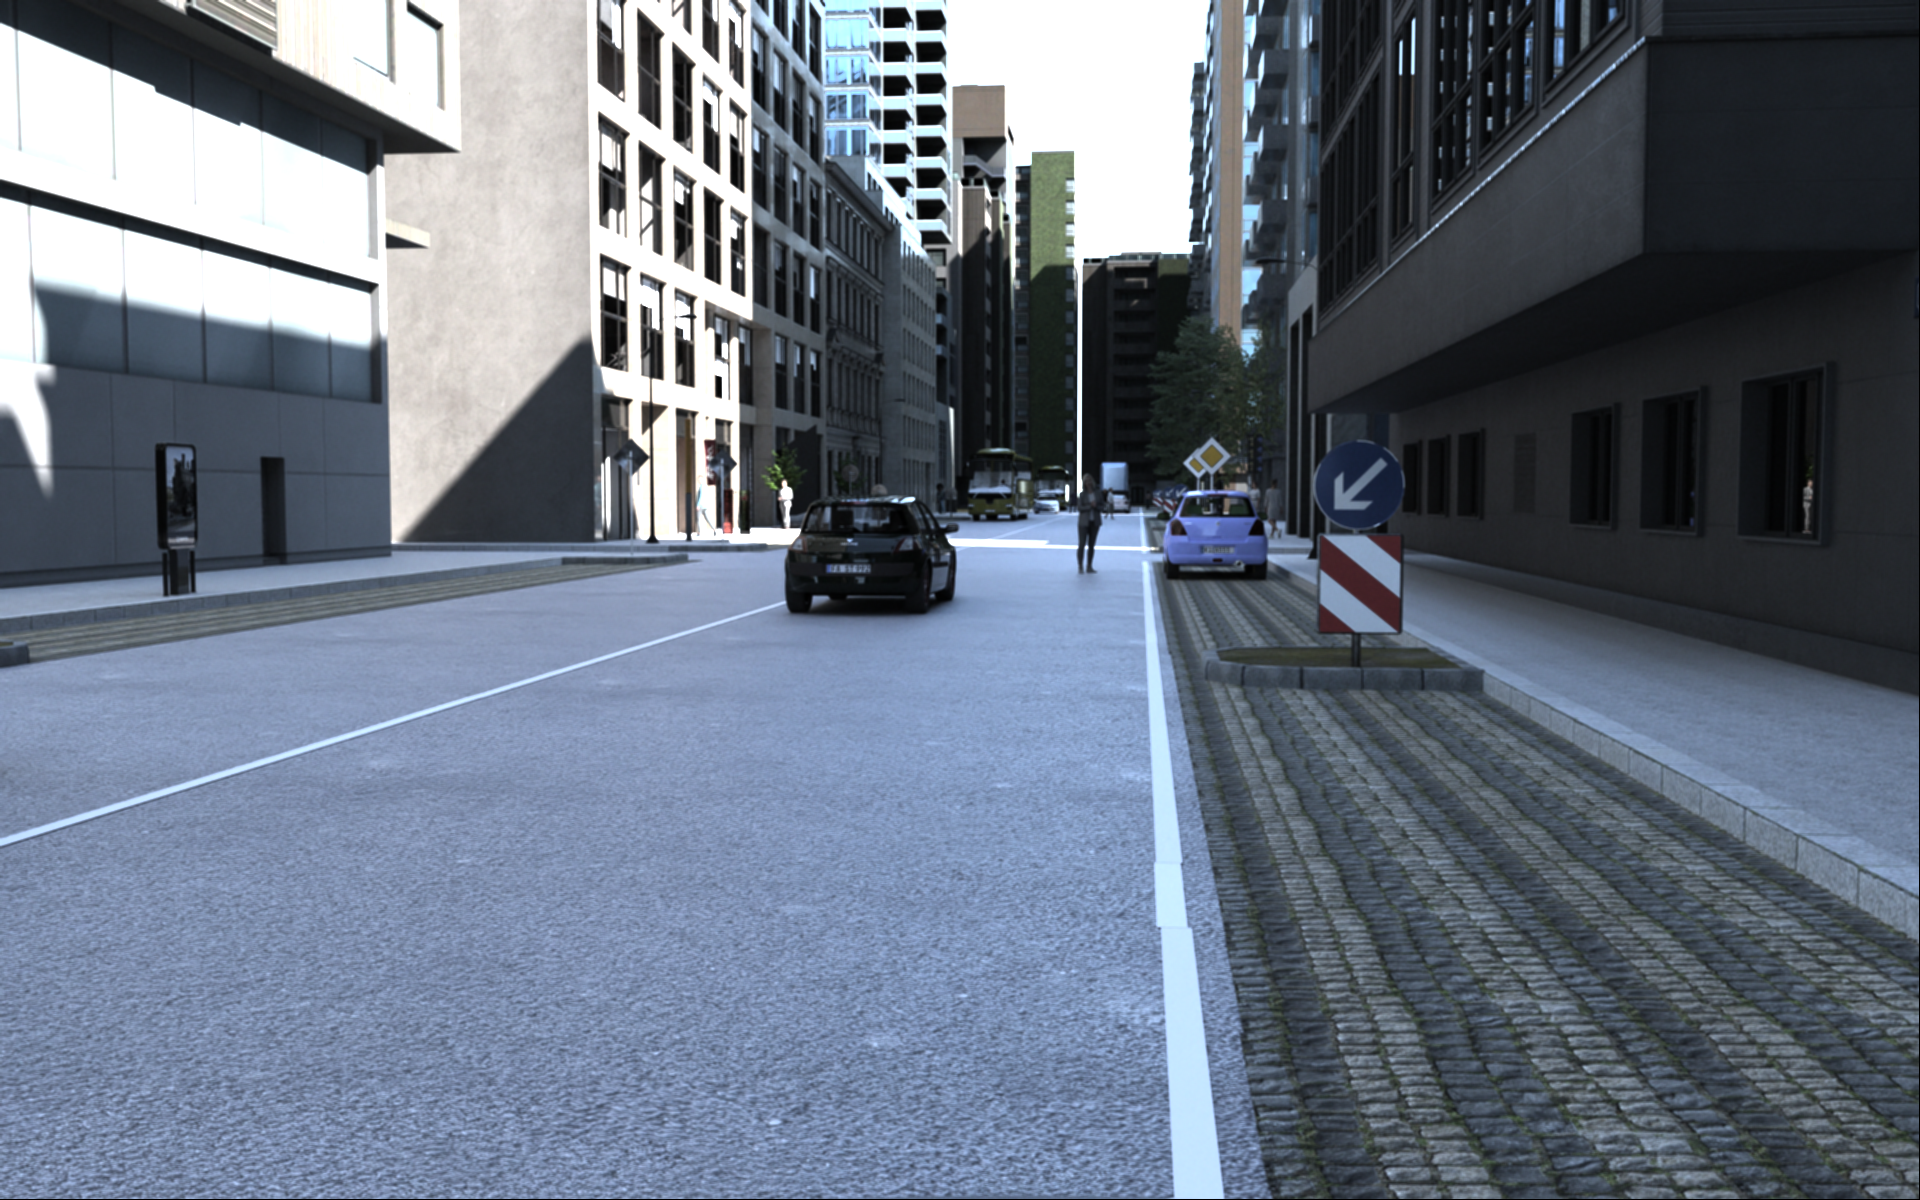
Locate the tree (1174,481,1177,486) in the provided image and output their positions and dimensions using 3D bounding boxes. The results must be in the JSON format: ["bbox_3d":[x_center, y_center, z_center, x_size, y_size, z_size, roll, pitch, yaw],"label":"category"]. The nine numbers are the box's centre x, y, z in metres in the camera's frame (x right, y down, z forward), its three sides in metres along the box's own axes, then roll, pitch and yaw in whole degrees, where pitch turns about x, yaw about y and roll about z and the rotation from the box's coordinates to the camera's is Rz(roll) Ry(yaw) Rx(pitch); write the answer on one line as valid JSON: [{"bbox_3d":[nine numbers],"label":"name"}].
[{"bbox_3d":[17.461,-8.585,134.973,1.663,3.219,1.824,0,3,0],"label":"tree"}]

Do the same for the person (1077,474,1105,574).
[{"bbox_3d":[2.382,-1.389,31.398,0.537,1.800,0.526,0,4,-6],"label":"person"}]

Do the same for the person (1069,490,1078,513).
[{"bbox_3d":[8.523,-7.405,130.018,0.683,1.767,0.568,0,4,3],"label":"person"}]

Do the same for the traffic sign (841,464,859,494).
[{"bbox_3d":[-4.707,-4.526,74.110,0.768,2.556,0.104,0,4,7],"label":"traffic sign"}]

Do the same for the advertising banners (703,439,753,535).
[{"bbox_3d":[-7.369,-3.595,54.959,2.074,3.025,0.090,3,4,36],"label":"advertising banners"}]

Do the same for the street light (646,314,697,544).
[{"bbox_3d":[-7.468,-4.423,44.861,1.470,5.913,1.316,0,4,6],"label":"street light"}]

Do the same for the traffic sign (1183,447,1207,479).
[{"bbox_3d":[5.941,-2.499,43.044,0.795,2.593,0.064,0,4,6],"label":"traffic sign"}]

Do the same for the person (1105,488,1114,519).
[{"bbox_3d":[8.529,-5.502,98.676,0.641,1.798,0.478,3,5,39],"label":"person"}]

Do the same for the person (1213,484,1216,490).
[{"bbox_3d":[13.570,-5.247,91.800,0.622,1.834,0.822,-2,4,-34],"label":"person"}]

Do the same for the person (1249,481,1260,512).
[{"bbox_3d":[10.668,-3.457,63.139,0.480,1.755,0.524,3,5,43],"label":"person"}]

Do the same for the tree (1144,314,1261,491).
[{"bbox_3d":[15.475,-11.726,109.845,7.486,12.596,7.792,0,3,0],"label":"tree"}]

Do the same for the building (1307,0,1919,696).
[{"bbox_3d":[12.484,-13.869,20.273,14.314,27.812,24.014,0,4,6],"label":"building"}]

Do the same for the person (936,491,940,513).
[{"bbox_3d":[-1.400,-6.846,118.163,0.709,1.800,0.728,3,5,39],"label":"person"}]

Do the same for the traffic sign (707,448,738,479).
[{"bbox_3d":[-6.087,-2.576,44.306,0.795,2.593,0.064,0,4,6],"label":"traffic sign"}]

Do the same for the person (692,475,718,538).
[{"bbox_3d":[-7.483,-2.736,50.647,0.748,1.841,0.638,1,4,13],"label":"person"}]

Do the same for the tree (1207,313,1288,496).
[{"bbox_3d":[11.978,-7.397,71.305,4.737,8.622,4.395,0,3,0],"label":"tree"}]

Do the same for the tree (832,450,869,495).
[{"bbox_3d":[-4.824,-4.995,76.277,1.663,3.219,1.824,0,3,0],"label":"tree"}]

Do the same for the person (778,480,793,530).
[{"bbox_3d":[-6.314,-3.413,62.040,0.606,1.804,0.583,1,4,22],"label":"person"}]

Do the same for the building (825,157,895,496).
[{"bbox_3d":[-9.888,-13.712,88.824,10.561,19.102,19.286,0,4,6],"label":"building"}]

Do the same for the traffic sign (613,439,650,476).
[{"bbox_3d":[-6.910,-2.090,36.364,0.795,2.593,0.064,0,4,6],"label":"traffic sign"}]

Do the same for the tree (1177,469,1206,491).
[{"bbox_3d":[16.275,-7.722,120.849,1.663,3.219,1.824,0,3,0],"label":"tree"}]

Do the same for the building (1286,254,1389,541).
[{"bbox_3d":[25.691,-45.073,49.608,31.000,86.520,22.319,0,4,6],"label":"building"}]

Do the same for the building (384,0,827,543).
[{"bbox_3d":[-17.394,-15.783,62.564,19.350,26.468,34.151,0,4,6],"label":"building"}]

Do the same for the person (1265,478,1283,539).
[{"bbox_3d":[8.991,-2.608,49.430,0.466,1.731,0.760,-2,4,-25],"label":"person"}]

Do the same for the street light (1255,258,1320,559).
[{"bbox_3d":[6.498,-3.766,34.123,1.470,5.913,1.316,0,4,6],"label":"street light"}]

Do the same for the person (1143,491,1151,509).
[{"bbox_3d":[18.123,-9.698,167.774,0.721,1.736,1.217,-2,4,-26],"label":"person"}]

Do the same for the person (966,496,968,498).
[{"bbox_3d":[1.004,-8.036,137.950,1.217,1.766,0.721,-2,4,-32],"label":"person"}]

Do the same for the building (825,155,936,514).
[{"bbox_3d":[-7.605,-15.409,106.686,10.420,20.320,16.860,0,4,6],"label":"building"}]

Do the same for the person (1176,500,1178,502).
[{"bbox_3d":[19.632,-9.151,156.605,0.436,1.711,0.756,0,4,7],"label":"person"}]

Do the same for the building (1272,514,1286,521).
[{"bbox_3d":[26.106,-28.644,87.942,23.786,49.044,30.456,0,4,6],"label":"building"}]

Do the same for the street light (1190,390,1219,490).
[{"bbox_3d":[11.035,-6.433,77.720,1.470,5.913,1.316,0,4,6],"label":"street light"}]

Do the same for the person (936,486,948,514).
[{"bbox_3d":[-1.139,-6.297,109.351,0.721,1.781,0.623,0,4,-1],"label":"person"}]

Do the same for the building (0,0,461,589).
[{"bbox_3d":[-25.036,-26.612,24.350,27.495,52.752,28.713,0,4,6],"label":"building"}]

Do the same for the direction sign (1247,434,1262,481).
[{"bbox_3d":[11.135,-4.492,65.441,0.876,3.537,0.379,-3,5,-44],"label":"direction sign"}]

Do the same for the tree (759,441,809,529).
[{"bbox_3d":[-6.449,-4.233,63.812,1.663,3.219,1.824,0,3,0],"label":"tree"}]

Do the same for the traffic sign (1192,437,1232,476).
[{"bbox_3d":[5.118,-2.013,35.101,0.795,2.593,0.064,0,4,6],"label":"traffic sign"}]

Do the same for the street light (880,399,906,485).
[{"bbox_3d":[-3.335,-6.853,84.584,1.470,5.913,1.316,0,4,6],"label":"street light"}]

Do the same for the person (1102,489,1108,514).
[{"bbox_3d":[10.403,-7.087,124.381,1.348,1.822,0.705,2,4,25],"label":"person"}]
